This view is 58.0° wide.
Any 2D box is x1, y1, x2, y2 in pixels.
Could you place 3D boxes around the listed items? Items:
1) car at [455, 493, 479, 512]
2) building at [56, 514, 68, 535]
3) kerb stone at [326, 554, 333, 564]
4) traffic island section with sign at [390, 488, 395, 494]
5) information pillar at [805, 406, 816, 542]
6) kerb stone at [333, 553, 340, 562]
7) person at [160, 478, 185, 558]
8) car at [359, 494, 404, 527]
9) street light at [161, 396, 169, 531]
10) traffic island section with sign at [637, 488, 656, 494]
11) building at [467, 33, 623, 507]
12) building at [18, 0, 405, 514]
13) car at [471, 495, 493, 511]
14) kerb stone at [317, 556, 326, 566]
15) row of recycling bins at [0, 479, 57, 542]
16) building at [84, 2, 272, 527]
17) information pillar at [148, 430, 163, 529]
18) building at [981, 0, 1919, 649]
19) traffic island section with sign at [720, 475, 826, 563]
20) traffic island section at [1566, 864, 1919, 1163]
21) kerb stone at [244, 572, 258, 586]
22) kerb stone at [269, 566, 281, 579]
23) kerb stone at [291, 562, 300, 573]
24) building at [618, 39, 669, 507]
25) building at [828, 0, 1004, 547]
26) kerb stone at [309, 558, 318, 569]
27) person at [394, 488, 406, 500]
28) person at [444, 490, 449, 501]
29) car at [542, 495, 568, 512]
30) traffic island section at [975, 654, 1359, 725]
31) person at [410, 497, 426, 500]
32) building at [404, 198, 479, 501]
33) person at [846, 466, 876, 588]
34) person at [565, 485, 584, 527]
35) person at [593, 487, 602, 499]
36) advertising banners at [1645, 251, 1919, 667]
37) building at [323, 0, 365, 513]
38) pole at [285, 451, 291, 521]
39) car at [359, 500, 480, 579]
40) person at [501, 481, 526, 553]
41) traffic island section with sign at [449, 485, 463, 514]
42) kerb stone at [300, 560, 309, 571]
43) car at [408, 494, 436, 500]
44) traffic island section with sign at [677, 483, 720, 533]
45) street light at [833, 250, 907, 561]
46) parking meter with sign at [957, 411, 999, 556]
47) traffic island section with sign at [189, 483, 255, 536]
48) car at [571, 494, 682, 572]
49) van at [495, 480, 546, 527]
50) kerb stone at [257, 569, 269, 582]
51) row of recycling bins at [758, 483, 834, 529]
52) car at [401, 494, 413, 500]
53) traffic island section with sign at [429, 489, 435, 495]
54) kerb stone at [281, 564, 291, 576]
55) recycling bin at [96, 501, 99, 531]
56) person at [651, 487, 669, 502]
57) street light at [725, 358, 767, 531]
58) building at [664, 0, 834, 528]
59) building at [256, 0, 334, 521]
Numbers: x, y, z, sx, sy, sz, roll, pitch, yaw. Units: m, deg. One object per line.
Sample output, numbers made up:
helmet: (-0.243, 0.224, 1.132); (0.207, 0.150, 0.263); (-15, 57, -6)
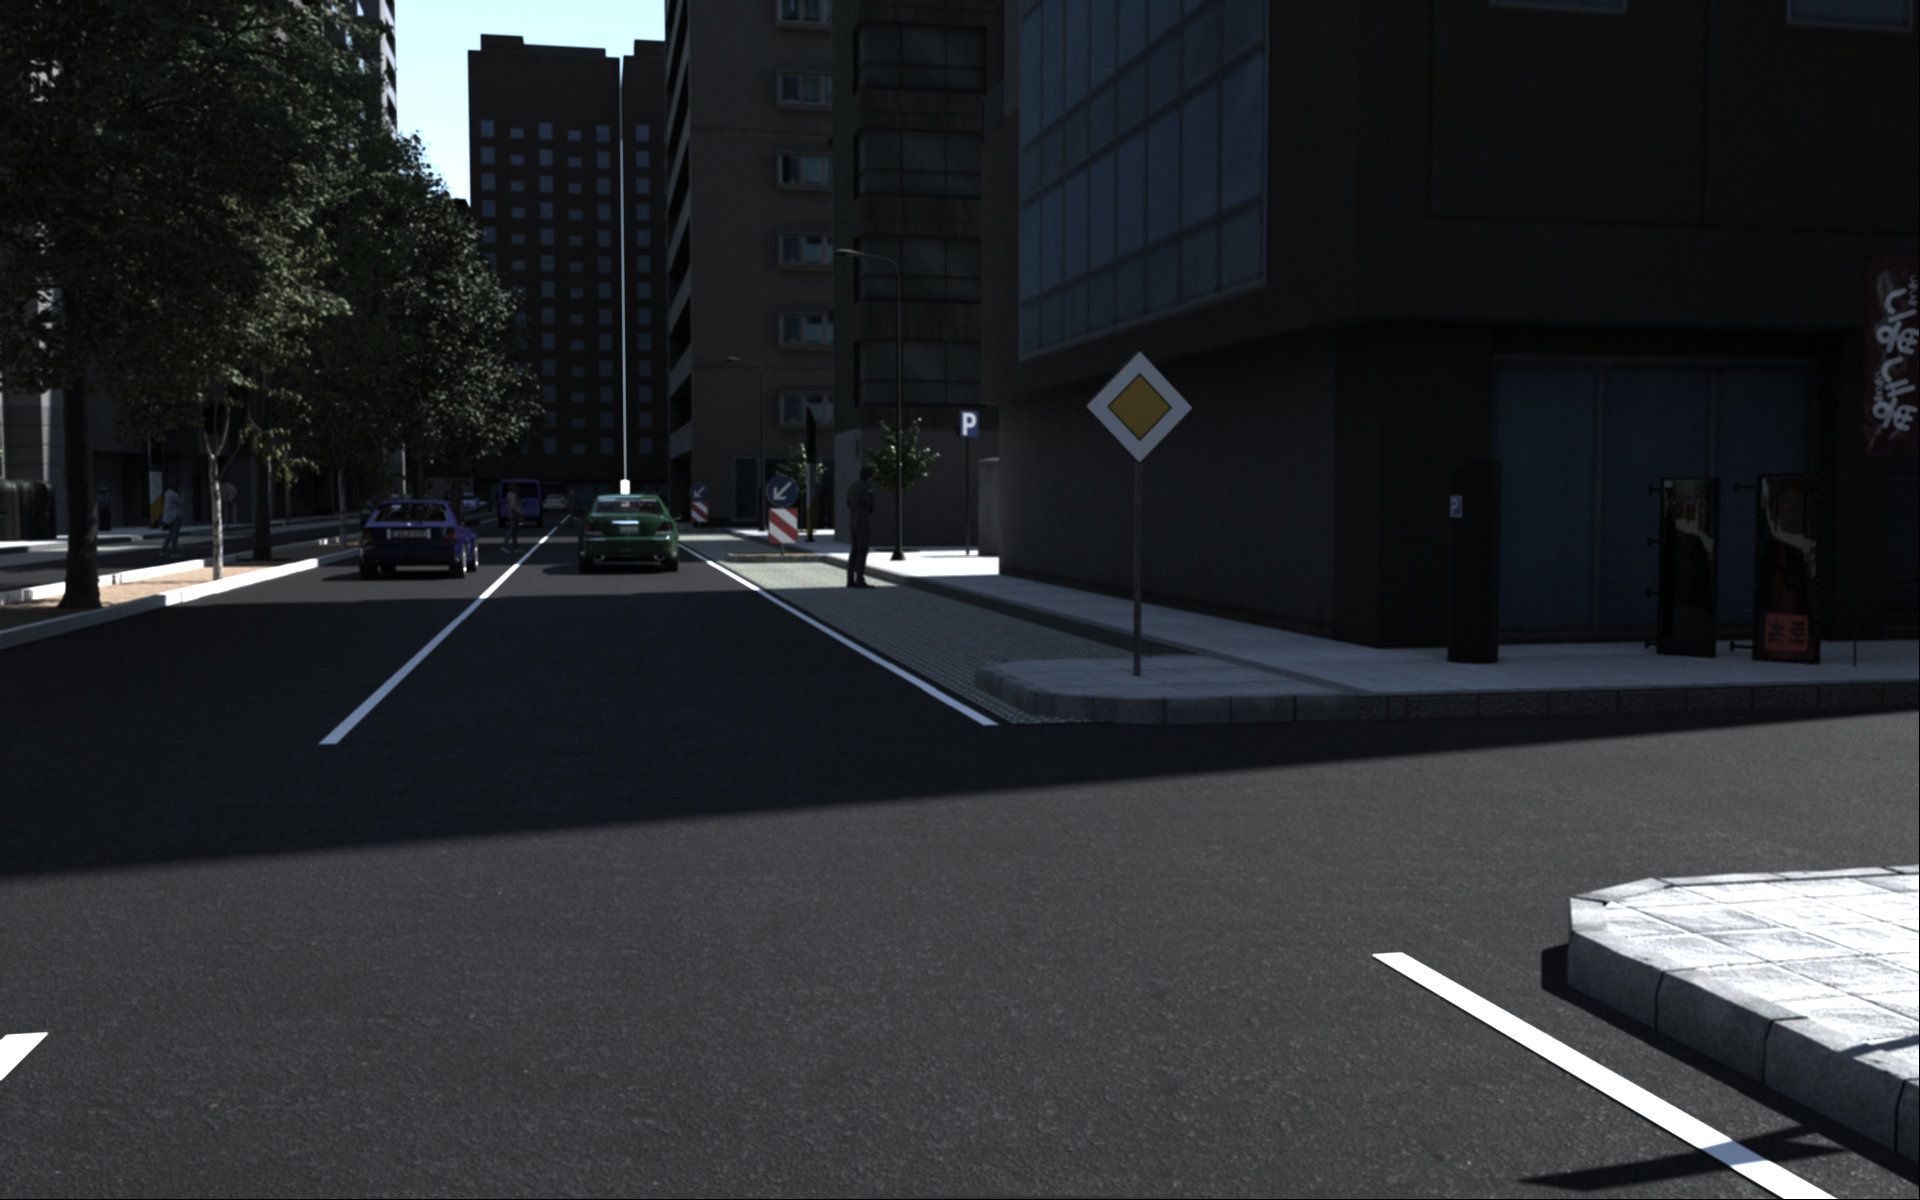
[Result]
car: (-39.687, -7.945, 139.490); (1.945, 1.707, 3.694); (-1, 4, -12)
building: (-36.115, -30.408, 39.172); (21.231, 58.520, 28.212); (-1, 4, -12)
kerb stone: (-13.017, -0.809, 35.422); (0.120, 0.150, 1.000); (-1, 4, -12)
traffic island section with sign: (-35.686, -6.122, 108.716); (1.989, 1.847, 2.006); (-1, 4, -12)
information pillar: (-4.003, -3.375, 46.540); (0.183, 3.616, 0.504); (1, 4, 17)
kerb stone: (-13.232, -0.871, 36.431); (0.120, 0.150, 1.000); (-1, 4, -12)
person: (-17.728, -1.847, 38.955); (0.793, 1.790, 0.793); (1, 4, 10)
car: (-25.747, -4.028, 77.660); (2.131, 1.459, 4.920); (-1, 4, -12)
street light: (-27.365, -5.401, 60.841); (1.470, 5.913, 1.316); (-1, 4, -12)
traffic island section with sign: (-25.566, -7.936, 138.380); (1.989, 1.847, 2.006); (-1, 4, -12)
building: (-41.133, -32.008, 173.434); (14.200, 45.320, 14.600); (-1, 4, -12)
building: (-60.807, -36.637, 141.014); (28.212, 58.520, 21.231); (-1, 4, -12)
car: (-40.738, -8.255, 147.548); (1.945, 1.354, 3.894); (-1, 4, -13)
kerb stone: (-12.794, -0.748, 34.424); (0.120, 0.150, 1.000); (-1, 4, -12)
row of recycling bins: (-26.120, -2.518, 48.276); (1.069, 1.692, 3.534); (-1, 4, -9)
building: (-36.722, -18.223, 69.653); (14.160, 30.474, 14.107); (-1, 4, -12)
information pillar: (-29.598, -4.425, 63.711); (0.183, 3.616, 0.504); (2, 4, 26)
building: (8.648, -22.669, 20.745); (14.200, 45.320, 14.600); (-1, 4, -12)
traffic island section with sign: (-3.953, -1.720, 36.756); (1.989, 1.847, 2.006); (-1, 4, -12)
traffic island section: (2.928, 1.092, 4.423); (2.009, 0.180, 2.903); (-1, 4, -12)
kerb stone: (-11.310, -0.318, 27.400); (0.120, 0.150, 1.000); (-1, 4, -12)
kerb stone: (-11.735, -0.441, 29.411); (0.120, 0.150, 1.000); (-1, 4, -12)
kerb stone: (-12.165, -0.564, 31.415); (0.120, 0.150, 1.000); (-1, 4, -12)
building: (-26.770, -32.130, 175.437); (14.200, 45.320, 14.600); (-1, 4, -12)
building: (3.044, -16.977, 49.284); (14.160, 30.474, 14.107); (-1, 4, -12)
kerb stone: (-12.584, -0.684, 33.417); (0.120, 0.150, 1.000); (-1, 4, -12)
person: (-28.679, -4.825, 88.109); (1.217, 1.743, 0.721); (-1, 4, -10)
person: (-33.281, -6.288, 112.231); (0.530, 1.710, 0.541); (-1, 4, -15)
car: (-32.212, -7.678, 137.902); (2.083, 1.381, 4.827); (-1, 4, -10)
traffic island section: (1.267, 0.614, 12.234); (2.009, 0.180, 2.903); (-1, 4, -12)
person: (-29.349, -5.199, 94.030); (1.217, 1.766, 0.721); (-3, 5, -41)
building: (-54.768, -24.359, 169.966); (14.107, 30.474, 14.160); (-1, 4, -12)
person: (-1.474, -1.100, 26.287); (0.447, 1.846, 0.655); (-2, 4, -30)
person: (-16.631, -4.026, 74.443); (0.853, 1.813, 0.709); (1, 4, 12)
person: (-16.802, -4.368, 80.261); (0.721, 1.781, 0.623); (-2, 4, -27)
advertising banners: (6.271, -1.036, 13.129); (2.074, 3.025, 0.090); (3, 5, 44)
building: (-52.207, -30.321, 115.352); (23.786, 49.044, 30.456); (-1, 4, -12)
pole: (-31.951, -5.411, 82.313); (0.158, 3.312, 0.155); (0, 3, 0)
car: (-9.534, -1.106, 30.665); (1.945, 1.354, 3.894); (-1, 4, -11)
person: (-10.861, -2.012, 41.984); (0.643, 1.750, 0.593); (-2, 4, -29)
traffic island section with sign: (-24.274, -4.597, 83.290); (2.006, 1.907, 1.989); (-1, 4, -12)
kerb stone: (-12.374, -0.618, 32.417); (0.120, 0.150, 1.000); (-1, 4, -12)
car: (-31.352, -5.544, 100.865); (2.015, 1.641, 3.980); (-1, 4, -10)
traffic island section with sign: (-9.866, -3.417, 64.499); (1.989, 1.847, 2.006); (-1, 4, -12)
street light: (-1.722, -3.709, 33.181); (1.470, 5.913, 1.316); (-1, 4, -12)
parking meter with sign: (0.730, -2.422, 35.856); (0.543, 3.016, 1.738); (-3, 5, -43)
traffic island section with sign: (-25.233, -3.113, 59.527); (1.989, 1.847, 2.006); (-1, 4, -12)
car: (-6.386, -1.314, 33.280); (2.131, 1.459, 4.920); (-1, 4, -11)
van: (-19.438, -4.418, 76.619); (2.240, 2.365, 5.245); (-1, 4, -14)
kerb stone: (-11.525, -0.380, 28.407); (0.120, 0.150, 1.000); (-1, 4, -12)
row of recycling bins: (-5.728, -3.445, 63.432); (3.534, 1.692, 1.069); (1, 4, 15)
car: (-38.174, -6.753, 119.215); (1.959, 1.807, 4.718); (-1, 4, -13)
traffic island section with sign: (-41.374, -7.757, 135.450); (1.989, 1.847, 2.006); (-1, 4, -12)
kerb stone: (-11.948, -0.501, 30.412); (0.120, 0.150, 1.000); (-1, 4, -12)
recycling bin: (-30.537, -2.971, 61.131); (0.722, 1.027, 0.722); (-1, 4, -17)
person: (-15.597, -4.932, 89.234); (1.348, 1.812, 0.705); (0, 4, 8)
street light: (-7.309, -5.306, 59.302); (1.470, 5.913, 1.316); (-1, 4, -12)
building: (-1.848, -27.701, 76.620); (21.300, 48.544, 21.600); (-1, 4, -12)
building: (-45.840, -28.529, 90.158); (21.300, 48.544, 21.600); (-1, 4, -12)
